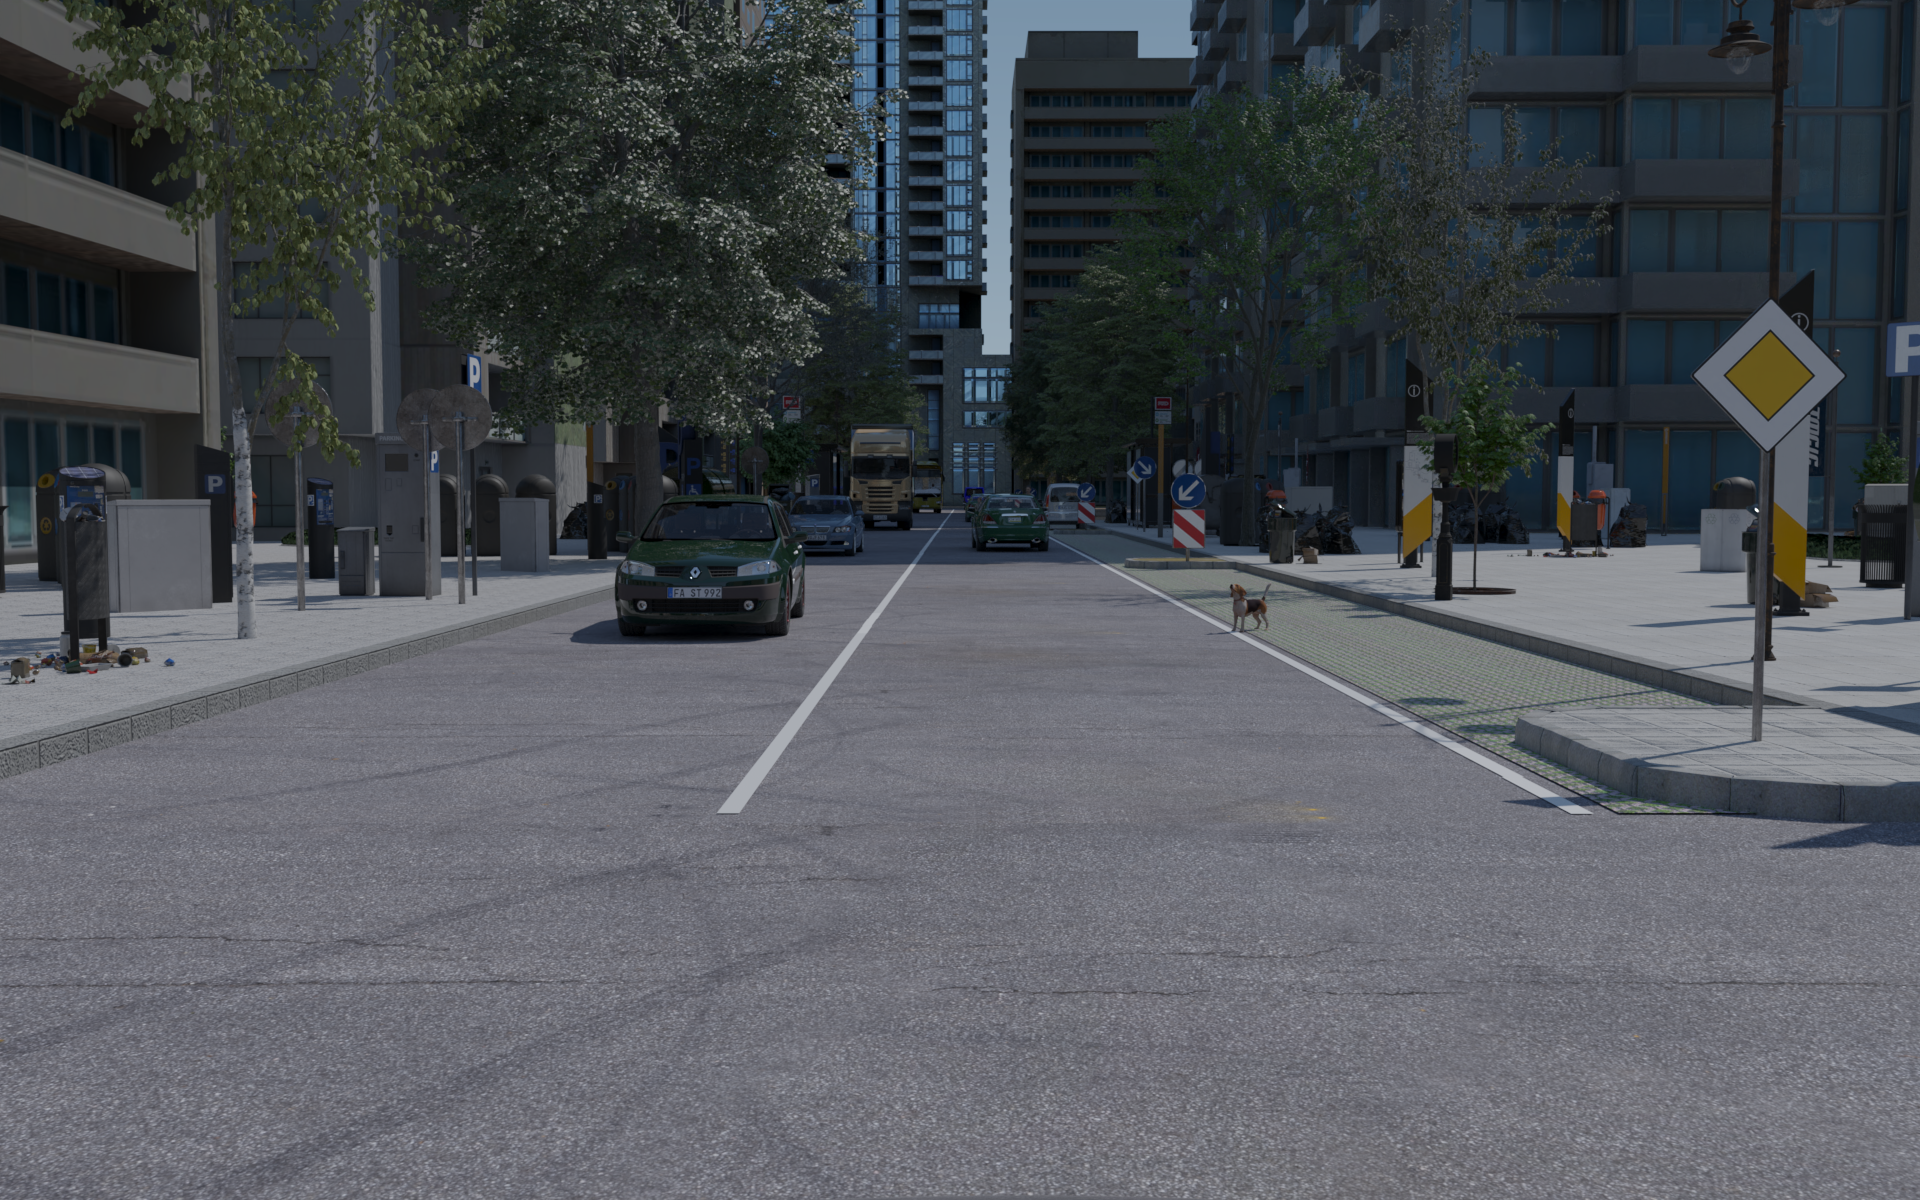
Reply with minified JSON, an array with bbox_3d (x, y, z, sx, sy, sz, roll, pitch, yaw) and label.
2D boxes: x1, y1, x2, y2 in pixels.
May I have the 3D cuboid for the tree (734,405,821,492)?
[{"bbox_3d":[-6.786,-4.912,64.023,4.285,4.588,4.351,0,3,0],"label":"tree"}]

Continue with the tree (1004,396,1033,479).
[{"bbox_3d":[7.371,-14.187,150.078,7.486,12.596,7.792,0,3,0],"label":"tree"}]

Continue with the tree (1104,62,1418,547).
[{"bbox_3d":[7.223,-7.117,42.114,9.928,11.665,9.643,0,3,0],"label":"tree"}]

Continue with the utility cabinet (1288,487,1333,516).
[{"bbox_3d":[10.377,-2.594,51.093,1.173,1.500,0.318,1,4,15],"label":"utility cabinet"}]

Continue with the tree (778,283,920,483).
[{"bbox_3d":[-5.930,-10.716,93.334,7.486,12.596,7.792,0,3,0],"label":"tree"}]

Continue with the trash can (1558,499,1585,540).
[{"bbox_3d":[17.203,-2.273,48.823,0.748,1.137,0.748,0,3,0],"label":"trash can"}]

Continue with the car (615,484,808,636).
[{"bbox_3d":[-2.621,-0.548,18.750,2.009,1.686,4.222,0,4,-2],"label":"car"}]

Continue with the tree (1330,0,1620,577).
[{"bbox_3d":[7.422,-4.646,26.324,4.360,8.622,3.978,0,3,0],"label":"tree"}]

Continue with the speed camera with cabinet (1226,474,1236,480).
[{"bbox_3d":[13.011,-5.302,81.031,0.660,3.252,2.038,-1,4,-12],"label":"speed camera with cabinet"}]

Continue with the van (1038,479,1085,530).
[{"bbox_3d":[4.124,-3.802,69.171,2.013,2.044,4.112,0,4,1],"label":"van"}]

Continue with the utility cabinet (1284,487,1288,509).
[{"bbox_3d":[10.986,-2.910,56.256,1.173,1.500,0.318,2,4,24],"label":"utility cabinet"}]

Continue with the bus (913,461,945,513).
[{"bbox_3d":[-2.603,-8.628,132.608,2.896,3.916,12.252,0,4,0],"label":"bus"}]

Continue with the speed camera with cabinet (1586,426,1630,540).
[{"bbox_3d":[18.593,-3.384,49.663,0.660,3.252,2.038,0,4,1],"label":"speed camera with cabinet"}]

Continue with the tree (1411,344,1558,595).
[{"bbox_3d":[6.669,-1.709,22.543,1.663,3.219,1.824,0,3,0],"label":"tree"}]

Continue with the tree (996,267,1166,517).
[{"bbox_3d":[7.434,-11.716,98.213,9.857,13.997,8.962,0,3,0],"label":"tree"}]

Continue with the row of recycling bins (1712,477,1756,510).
[{"bbox_3d":[19.400,-2.217,43.358,1.069,1.692,3.534,1,4,21],"label":"row of recycling bins"}]

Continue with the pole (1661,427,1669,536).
[{"bbox_3d":[21.452,-3.599,52.679,0.158,3.312,0.155,0,3,0],"label":"pole"}]

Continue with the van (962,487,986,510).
[{"bbox_3d":[1.283,-9.273,156.005,2.240,2.365,5.245,0,3,0],"label":"van"}]

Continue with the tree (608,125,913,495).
[{"bbox_3d":[-6.433,-8.868,55.355,12.009,13.543,11.850,0,3,0],"label":"tree"}]

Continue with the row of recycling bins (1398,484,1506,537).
[{"bbox_3d":[14.703,-2.735,51.835,1.069,1.692,3.534,-3,5,-44],"label":"row of recycling bins"}]

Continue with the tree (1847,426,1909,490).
[{"bbox_3d":[26.274,-3.370,49.694,1.663,3.219,1.824,0,3,0],"label":"tree"}]

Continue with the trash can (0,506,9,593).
[{"bbox_3d":[-12.108,-0.591,21.320,0.748,1.137,0.748,0,3,0],"label":"trash can"}]

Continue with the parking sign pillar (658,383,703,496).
[{"bbox_3d":[-6.318,-3.192,40.656,1.447,3.967,1.447,-1,4,-14],"label":"parking sign pillar"}]

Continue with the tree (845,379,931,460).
[{"bbox_3d":[-6.435,-13.869,152.518,9.928,11.665,9.643,0,3,0],"label":"tree"}]

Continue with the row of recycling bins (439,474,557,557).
[{"bbox_3d":[-10.189,-1.766,35.989,3.534,1.692,1.069,-1,4,-12],"label":"row of recycling bins"}]

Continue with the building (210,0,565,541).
[{"bbox_3d":[-19.842,-22.538,52.094,14.154,41.232,14.086,0,4,0],"label":"building"}]

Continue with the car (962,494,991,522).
[{"bbox_3d":[1.189,-4.740,89.290,2.131,1.459,4.920,0,4,-1],"label":"car"}]

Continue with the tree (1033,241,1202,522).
[{"bbox_3d":[7.189,-9.792,78.227,7.486,12.596,7.792,0,3,0],"label":"tree"}]

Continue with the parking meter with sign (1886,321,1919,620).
[{"bbox_3d":[10.308,-1.335,18.091,1.738,3.016,0.543,-3,4,-39],"label":"parking meter with sign"}]

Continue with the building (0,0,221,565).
[{"bbox_3d":[-26.850,-24.611,26.097,21.300,48.544,21.600,0,4,0],"label":"building"}]

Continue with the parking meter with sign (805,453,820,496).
[{"bbox_3d":[-5.758,-4.348,67.355,0.543,3.016,1.738,-1,4,-19],"label":"parking meter with sign"}]

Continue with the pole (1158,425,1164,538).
[{"bbox_3d":[5.909,-3.495,50.994,0.158,3.312,0.155,0,3,0],"label":"pole"}]

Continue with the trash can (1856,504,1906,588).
[{"bbox_3d":[12.699,-0.741,23.768,0.748,1.137,0.748,0,3,0],"label":"trash can"}]

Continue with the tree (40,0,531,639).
[{"bbox_3d":[-6.100,-3.964,15.169,4.737,8.622,4.395,0,3,0],"label":"tree"}]

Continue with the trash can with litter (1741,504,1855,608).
[{"bbox_3d":[9.565,-0.522,19.926,0.624,1.170,1.055,-2,4,-35],"label":"trash can with litter"}]

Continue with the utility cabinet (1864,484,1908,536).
[{"bbox_3d":[20.508,-1.793,37.999,1.173,1.500,0.318,3,4,38],"label":"utility cabinet"}]

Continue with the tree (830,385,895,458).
[{"bbox_3d":[-6.409,-9.798,110.558,4.360,8.622,3.978,0,3,0],"label":"tree"}]

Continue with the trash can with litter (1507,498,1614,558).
[{"bbox_3d":[12.358,-1.495,35.501,2.233,1.210,1.678,1,4,10],"label":"trash can with litter"}]

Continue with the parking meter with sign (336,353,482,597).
[{"bbox_3d":[-6.949,-1.562,21.805,1.738,3.016,0.543,0,4,2],"label":"parking meter with sign"}]

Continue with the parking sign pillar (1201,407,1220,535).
[{"bbox_3d":[7.835,-4.026,54.298,1.447,3.967,1.447,0,4,2],"label":"parking sign pillar"}]

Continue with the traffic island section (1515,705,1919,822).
[{"bbox_3d":[4.164,0.811,9.020,2.009,0.180,2.903,0,4,0],"label":"traffic island section"}]

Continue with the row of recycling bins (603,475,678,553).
[{"bbox_3d":[-6.931,-1.867,37.632,1.069,1.692,3.534,-2,4,-26],"label":"row of recycling bins"}]

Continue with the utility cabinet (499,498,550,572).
[{"bbox_3d":[-7.232,-1.077,28.774,1.020,1.237,0.306,3,5,41],"label":"utility cabinet"}]

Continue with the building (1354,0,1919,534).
[{"bbox_3d":[25.774,-27.432,68.115,23.786,49.044,30.456,0,4,0],"label":"building"}]

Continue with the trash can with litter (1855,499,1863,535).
[{"bbox_3d":[24.521,-2.199,47.342,0.624,1.170,1.055,0,4,-5],"label":"trash can with litter"}]

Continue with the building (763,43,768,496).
[{"bbox_3d":[-29.097,-29.719,140.527,28.867,44.769,22.147,0,4,0],"label":"building"}]

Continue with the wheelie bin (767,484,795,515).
[{"bbox_3d":[-5.613,-2.823,54.066,0.980,1.594,0.693,-1,4,-18],"label":"wheelie bin"}]

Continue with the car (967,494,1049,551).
[{"bbox_3d":[1.266,-2.013,44.709,2.131,1.459,4.920,0,4,-2],"label":"car"}]

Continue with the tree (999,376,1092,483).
[{"bbox_3d":[6.687,-11.189,117.351,8.767,10.594,7.601,1,4,9],"label":"tree"}]

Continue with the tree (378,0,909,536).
[{"bbox_3d":[-5.794,-7.658,31.869,9.857,13.997,8.962,0,3,0],"label":"tree"}]

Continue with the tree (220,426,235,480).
[{"bbox_3d":[-18.667,-2.951,42.853,1.663,3.219,1.824,0,3,0],"label":"tree"}]

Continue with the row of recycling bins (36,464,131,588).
[{"bbox_3d":[-12.443,-1.073,24.657,1.069,1.692,3.534,-2,4,-33],"label":"row of recycling bins"}]

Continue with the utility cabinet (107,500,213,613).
[{"bbox_3d":[-8.828,-0.486,19.109,0.306,1.237,1.020,3,5,43],"label":"utility cabinet"}]

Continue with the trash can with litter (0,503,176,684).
[{"bbox_3d":[-6.675,-0.100,12.696,1.678,1.210,2.233,0,4,-4],"label":"trash can with litter"}]

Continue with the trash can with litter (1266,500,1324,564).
[{"bbox_3d":[6.196,-1.263,32.037,1.055,1.170,0.624,1,4,9],"label":"trash can with litter"}]

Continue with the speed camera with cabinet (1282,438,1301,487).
[{"bbox_3d":[11.832,-4.146,62.131,0.660,3.252,2.038,0,4,8],"label":"speed camera with cabinet"}]

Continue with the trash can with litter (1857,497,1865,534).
[{"bbox_3d":[22.654,-2.003,43.801,1.678,1.210,2.233,-2,4,-30],"label":"trash can with litter"}]

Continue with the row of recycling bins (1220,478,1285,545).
[{"bbox_3d":[7.605,-2.328,45.180,1.069,1.692,3.534,2,4,27],"label":"row of recycling bins"}]

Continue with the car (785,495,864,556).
[{"bbox_3d":[-3.258,-1.799,41.408,2.014,1.417,4.499,0,4,1],"label":"car"}]

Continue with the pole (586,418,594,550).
[{"bbox_3d":[-8.480,-2.806,39.724,0.158,3.312,0.155,0,3,0],"label":"pole"}]
